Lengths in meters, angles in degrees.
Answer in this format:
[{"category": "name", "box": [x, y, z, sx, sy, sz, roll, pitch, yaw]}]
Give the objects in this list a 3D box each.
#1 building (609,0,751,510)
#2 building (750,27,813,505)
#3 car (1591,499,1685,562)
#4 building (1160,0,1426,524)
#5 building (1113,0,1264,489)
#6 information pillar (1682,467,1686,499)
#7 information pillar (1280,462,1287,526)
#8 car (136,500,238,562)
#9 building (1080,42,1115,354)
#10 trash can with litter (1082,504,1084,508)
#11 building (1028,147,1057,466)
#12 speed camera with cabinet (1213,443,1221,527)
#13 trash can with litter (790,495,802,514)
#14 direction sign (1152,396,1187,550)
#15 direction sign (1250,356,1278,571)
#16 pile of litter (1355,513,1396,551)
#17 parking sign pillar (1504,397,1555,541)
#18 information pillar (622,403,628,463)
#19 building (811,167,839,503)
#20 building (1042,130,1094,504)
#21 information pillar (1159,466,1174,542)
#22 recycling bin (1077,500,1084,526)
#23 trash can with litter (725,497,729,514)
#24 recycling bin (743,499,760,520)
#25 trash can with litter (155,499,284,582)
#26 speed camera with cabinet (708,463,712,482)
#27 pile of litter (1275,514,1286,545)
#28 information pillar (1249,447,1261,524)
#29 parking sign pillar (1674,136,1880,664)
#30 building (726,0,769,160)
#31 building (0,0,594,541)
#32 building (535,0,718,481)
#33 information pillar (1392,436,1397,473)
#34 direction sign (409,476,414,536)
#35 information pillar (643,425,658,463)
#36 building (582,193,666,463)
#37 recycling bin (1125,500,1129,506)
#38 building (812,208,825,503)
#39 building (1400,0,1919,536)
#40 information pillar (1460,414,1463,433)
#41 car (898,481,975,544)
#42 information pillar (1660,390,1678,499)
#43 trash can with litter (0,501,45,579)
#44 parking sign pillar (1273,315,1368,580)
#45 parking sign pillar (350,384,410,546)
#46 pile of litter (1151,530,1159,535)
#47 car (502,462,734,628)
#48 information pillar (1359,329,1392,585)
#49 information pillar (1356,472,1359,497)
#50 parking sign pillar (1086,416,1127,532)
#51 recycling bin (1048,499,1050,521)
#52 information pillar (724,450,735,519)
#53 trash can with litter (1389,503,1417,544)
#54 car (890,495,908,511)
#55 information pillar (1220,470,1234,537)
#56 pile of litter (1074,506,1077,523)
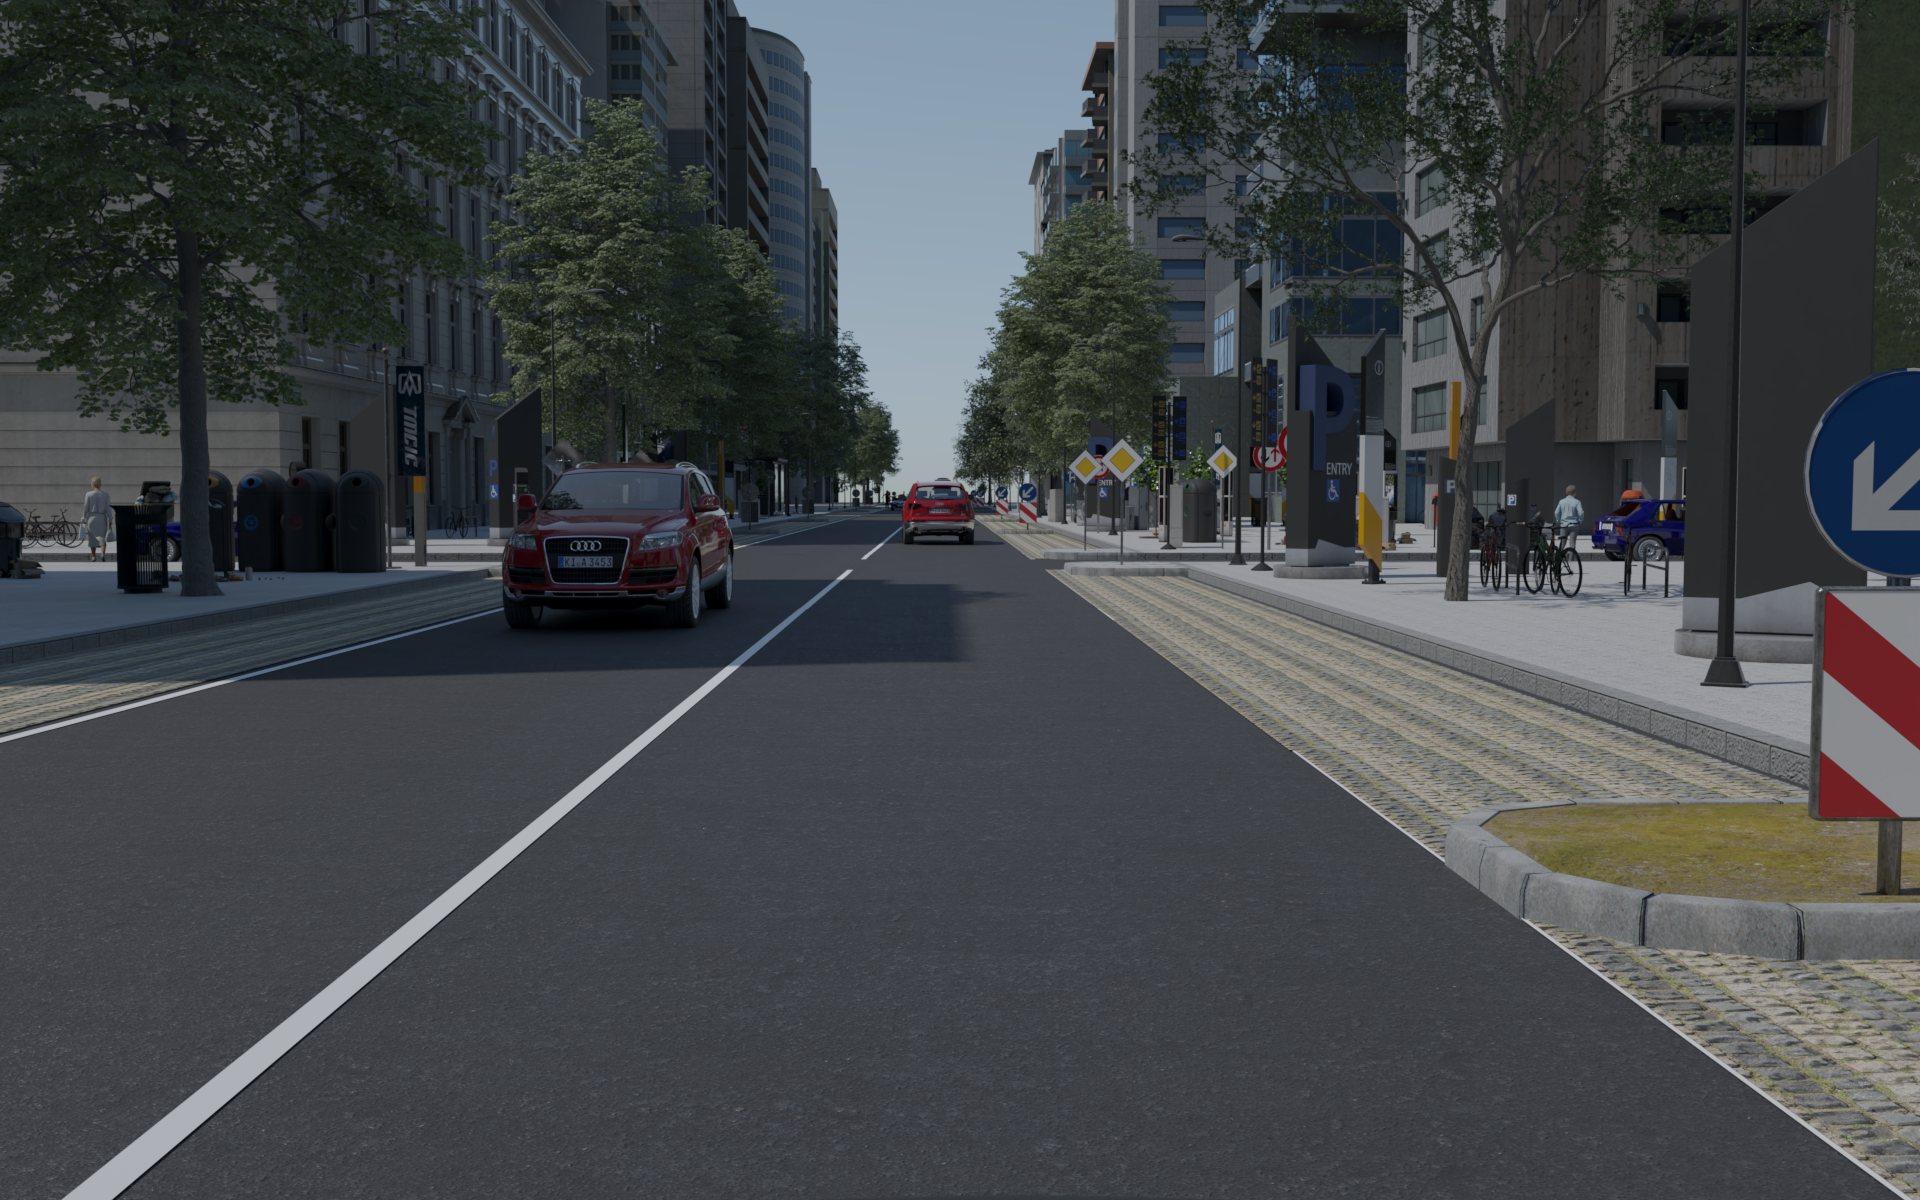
[{"category": "building", "box": [-28.533, -43.412, 148.041, 20.563, 71.187, 20.611, 0, 4, -1]}, {"category": "building", "box": [-30.230, -41.393, 218.767, 21.231, 58.520, 28.212, 0, 4, -1]}, {"category": "car", "box": [15.130, -1.404, 35.539, 3.894, 1.354, 1.945, 0, 4, 0]}, {"category": "building", "box": [23.236, -47.405, 87.742, 22.319, 86.520, 31.000, 0, 4, -1]}, {"category": "building", "box": [22.870, -36.488, 138.577, 21.231, 58.520, 28.212, 0, 4, -1]}, {"category": "information pillar", "box": [19.998, -2.628, 47.452, 0.304, 2.012, 0.304, -3, 4, -37]}, {"category": "information pillar", "box": [13.141, -4.780, 69.511, 0.504, 3.616, 0.183, 3, 4, 38]}, {"category": "car", "box": [-14.793, -1.402, 35.501, 3.894, 1.354, 1.945, 0, 4, -1]}, {"category": "building", "box": [23.140, -31.385, 167.770, 22.147, 44.769, 28.867, 0, 4, -1]}, {"category": "trash can with litter", "box": [5.010, -3.161, 63.068, 1.055, 1.170, 0.624, -1, 4, -13]}, {"category": "building", "box": [25.147, -40.982, 259.285, 28.713, 52.752, 27.495, 0, 4, -1]}, {"category": "speed camera with cabinet", "box": [9.949, -4.423, 66.645, 0.660, 3.252, 2.038, 1, 4, 12]}, {"category": "trash can with litter", "box": [-10.528, -6.242, 113.113, 1.678, 1.210, 2.233, 0, 3, 0]}, {"category": "direction sign", "box": [4.826, -2.937, 40.016, 0.876, 3.537, 0.379, -1, 4, -20]}, {"category": "direction sign", "box": [5.065, -2.258, 28.919, 0.379, 3.537, 0.876, 3, 4, 38]}, {"category": "pile of litter", "box": [9.435, -1.579, 39.780, 1.176, 0.858, 1.719, 0, 4, 8]}, {"category": "parking sign pillar", "box": [15.888, -3.661, 48.322, 1.447, 3.967, 1.447, 1, 4, 18]}, {"category": "information pillar", "box": [-8.706, -3.284, 45.056, 0.183, 3.616, 0.504, 0, 4, -5]}, {"category": "building", "box": [-29.548, -38.891, 259.572, 21.300, 48.544, 21.600, 0, 4, -1]}, {"category": "building", "box": [22.367, -37.286, 229.238, 23.786, 49.044, 30.456, 0, 4, -1]}, {"category": "information pillar", "box": [5.487, -2.542, 46.054, 0.304, 2.012, 0.304, -1, 4, -23]}, {"category": "recycling bin", "box": [5.164, -3.505, 69.865, 0.722, 1.027, 0.722, 2, 4, 25]}, {"category": "trash can with litter", "box": [-11.027, -4.101, 78.442, 1.055, 1.170, 0.624, -2, 4, -28]}, {"category": "recycling bin", "box": [-10.476, -4.548, 86.906, 0.722, 1.027, 0.722, -1, 4, -21]}, {"category": "trash can with litter", "box": [-11.384, -0.901, 25.782, 2.233, 1.210, 1.678, 1, 4, 19]}, {"category": "speed camera with cabinet", "box": [-16.220, -7.025, 109.193, 0.660, 3.252, 2.038, -2, 4, -28]}, {"category": "pile of litter", "box": [8.545, -1.805, 43.473, 1.176, 0.858, 1.719, 0, 4, -4]}, {"category": "information pillar", "box": [11.944, -4.804, 69.895, 0.504, 3.616, 0.183, 1, 4, 12]}, {"category": "parking sign pillar", "box": [6.460, -1.540, 13.655, 1.447, 3.967, 1.447, 2, 4, 30]}, {"category": "building", "box": [-30.391, -33.442, 170.480, 21.300, 48.544, 21.600, 0, 4, -1]}, {"category": "building", "box": [-26.701, -17.828, 67.901, 17.030, 29.872, 44.131, 0, 4, -1]}, {"category": "building", "box": [-34.423, -26.552, 126.011, 32.217, 40.220, 23.993, 0, 4, -1]}, {"category": "information pillar", "box": [15.267, -4.298, 61.622, 0.504, 3.616, 0.183, -1, 4, -16]}, {"category": "direction sign", "box": [-16.855, -3.760, 53.467, 0.876, 3.537, 0.379, 2, 4, 33]}, {"category": "information pillar", "box": [-10.219, -4.021, 57.100, 0.504, 3.616, 0.183, -1, 4, -14]}, {"category": "building", "box": [-23.298, -14.393, 99.956, 10.561, 19.102, 19.286, 0, 4, -1]}, {"category": "recycling bin", "box": [6.906, -3.481, 69.468, 0.722, 1.027, 0.722, -2, 4, -25]}, {"category": "building", "box": [-26.428, -34.139, 241.759, 14.154, 41.232, 14.086, 0, 4, -1]}, {"category": "building", "box": [23.051, -17.374, 55.774, 14.107, 30.474, 14.160, 0, 4, -1]}, {"category": "information pillar", "box": [14.697, -3.655, 51.107, 0.183, 3.616, 0.504, -1, 4, -19]}, {"category": "car", "box": [-0.674, -2.576, 50.787, 2.281, 1.827, 5.304, 0, 4, -3]}, {"category": "information pillar", "box": [16.092, -2.935, 39.347, 0.504, 3.616, 0.183, -2, 4, -34]}, {"category": "trash can with litter", "box": [-14.412, -0.923, 26.473, 1.055, 1.170, 0.624, 2, 4, 27]}, {"category": "parking sign pillar", "box": [5.555, -2.329, 26.557, 1.447, 3.967, 1.447, -3, 5, -44]}, {"category": "parking sign pillar", "box": [-14.428, -3.331, 42.935, 1.447, 3.967, 1.447, 1, 4, 20]}, {"category": "pile of litter", "box": [6.507, -2.425, 53.618, 1.176, 0.858, 1.719, 0, 4, 6]}, {"category": "car", "box": [-3.865, -0.707, 20.237, 2.281, 1.827, 5.304, 0, 4, -1]}, {"category": "information pillar", "box": [5.840, -2.029, 24.532, 0.504, 3.616, 0.183, -3, 5, -43]}, {"category": "information pillar", "box": [13.204, -3.288, 58.247, 0.304, 2.012, 0.304, -1, 4, -9]}, {"category": "parking sign pillar", "box": [4.985, -4.328, 59.234, 1.447, 3.967, 1.447, 2, 4, 34]}, {"category": "recycling bin", "box": [4.601, -4.249, 82.028, 0.722, 1.027, 0.722, 1, 4, 21]}, {"category": "information pillar", "box": [-11.708, -5.904, 87.891, 0.504, 3.616, 0.183, 0, 4, -3]}, {"category": "trash can with litter", "box": [11.184, -2.032, 44.605, 1.055, 1.170, 0.624, 0, 4, -6]}, {"category": "car", "box": [-5.186, -8.519, 151.859, 1.945, 1.354, 3.894, 0, 4, -1]}, {"category": "information pillar", "box": [8.038, -2.918, 52.194, 0.304, 2.012, 0.304, 2, 4, 29]}, {"category": "pile of litter", "box": [5.522, -3.788, 75.897, 1.176, 0.858, 1.719, 2, 4, 25]}]
